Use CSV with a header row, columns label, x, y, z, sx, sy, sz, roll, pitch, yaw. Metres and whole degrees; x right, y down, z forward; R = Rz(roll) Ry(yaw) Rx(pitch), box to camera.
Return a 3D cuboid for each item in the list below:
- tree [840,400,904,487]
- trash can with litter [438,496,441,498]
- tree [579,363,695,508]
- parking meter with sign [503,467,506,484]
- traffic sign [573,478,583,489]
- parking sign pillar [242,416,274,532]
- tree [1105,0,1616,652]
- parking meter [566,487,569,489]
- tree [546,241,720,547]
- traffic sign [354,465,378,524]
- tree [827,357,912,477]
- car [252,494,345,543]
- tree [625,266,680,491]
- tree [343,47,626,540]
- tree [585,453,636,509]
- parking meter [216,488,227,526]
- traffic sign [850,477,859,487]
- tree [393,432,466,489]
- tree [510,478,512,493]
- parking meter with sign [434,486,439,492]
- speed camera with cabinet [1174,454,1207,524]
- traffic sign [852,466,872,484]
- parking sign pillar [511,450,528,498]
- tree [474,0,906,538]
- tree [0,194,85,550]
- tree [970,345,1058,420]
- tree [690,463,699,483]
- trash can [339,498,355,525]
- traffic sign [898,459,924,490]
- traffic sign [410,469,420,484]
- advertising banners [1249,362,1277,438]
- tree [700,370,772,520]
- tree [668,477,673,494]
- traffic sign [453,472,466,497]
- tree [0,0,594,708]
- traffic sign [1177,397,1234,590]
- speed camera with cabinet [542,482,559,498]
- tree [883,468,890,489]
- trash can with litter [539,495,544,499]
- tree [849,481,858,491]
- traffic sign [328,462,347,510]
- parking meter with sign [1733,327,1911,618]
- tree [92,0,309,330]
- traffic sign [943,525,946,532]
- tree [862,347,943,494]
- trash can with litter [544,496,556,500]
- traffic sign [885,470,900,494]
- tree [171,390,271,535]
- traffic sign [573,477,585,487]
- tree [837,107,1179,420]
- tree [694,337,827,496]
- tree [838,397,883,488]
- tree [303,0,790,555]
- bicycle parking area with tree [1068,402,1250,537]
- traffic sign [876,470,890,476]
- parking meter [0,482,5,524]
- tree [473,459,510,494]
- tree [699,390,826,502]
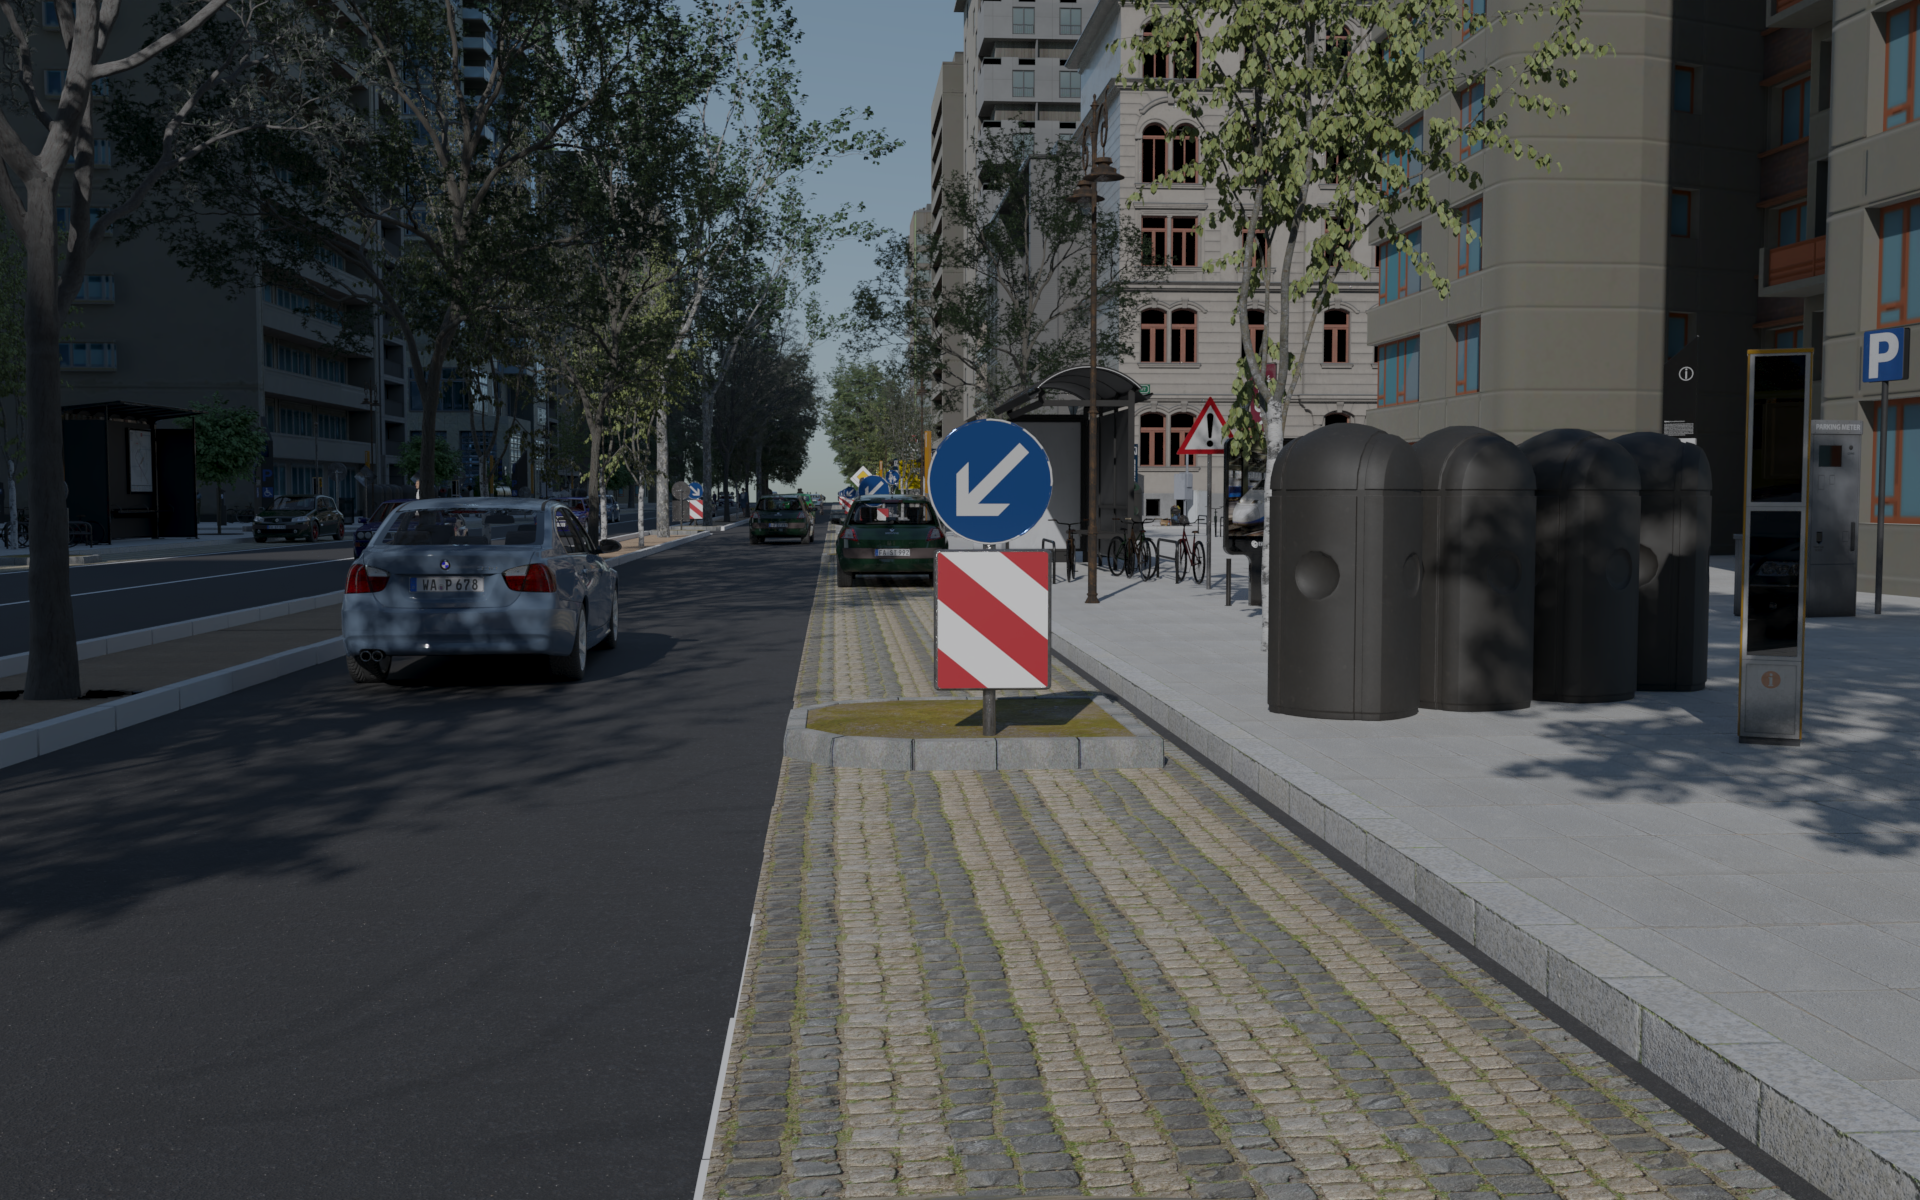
label,x,y,z,sx,sy,sz,roll,pitch,yaw
tree,-6.067,-11.147,132.613,4.737,8.622,4.395,0,3,0
trash can with litter,-26.633,-4.702,88.273,0.624,1.170,1.055,0,4,-5
tree,-30.440,-15.466,159.526,9.857,13.997,8.962,0,3,0
parking meter with sign,-28.017,-6.950,109.887,1.738,3.016,0.543,0,4,-6
traffic sign,-29.765,-8.246,134.933,0.768,2.556,0.104,0,4,-2
parking sign pillar,-23.915,-4.342,59.472,1.447,3.967,1.447,-2,4,-33
tree,2.760,-3.891,13.981,4.737,8.622,4.395,0,3,0
parking meter,-30.757,-7.964,135.915,0.399,1.863,0.255,-1,4,-18
tree,-8.711,-5.761,47.008,4.737,8.622,4.395,0,3,0
traffic sign,-20.631,-3.457,60.168,0.795,2.450,0.064,0,4,-4
tree,-8.205,-15.498,160.051,9.857,13.997,8.962,0,3,0
car,-19.845,-2.583,52.018,2.009,1.686,4.222,0,4,-3
tree,-8.632,-5.436,41.699,4.360,8.622,3.978,0,3,0
tree,-7.815,-4.613,28.247,4.360,8.622,3.978,0,3,0
tree,-29.829,-10.160,149.833,4.285,4.588,4.351,0,3,0
parking meter,-29.976,-3.785,70.295,0.372,1.533,0.369,0,3,0
traffic sign,-4.007,-4.019,69.354,0.795,2.450,0.064,0,4,-4
tree,-25.129,-5.993,81.699,4.285,4.588,4.351,0,3,0
tree,-29.894,-7.249,113.123,1.663,3.219,1.824,0,3,0
parking meter with sign,-32.114,-6.651,104.998,1.738,3.016,0.543,3,4,39
speed camera with cabinet,9.982,-4.912,74.649,0.660,3.252,2.038,3,4,39
traffic sign,-3.430,-3.532,61.389,0.795,2.450,0.064,0,4,-4
parking sign pillar,-26.846,-7.162,105.572,1.447,3.967,1.447,1,4,14
tree,-8.459,-12.056,55.454,12.611,20.169,13.585,0,3,0
tree,-21.996,-5.460,39.641,4.737,8.622,4.395,0,3,0
tree,2.581,-8.259,85.398,4.360,8.622,3.978,0,3,0
tree,-41.334,-23.558,302.185,9.611,12.733,9.660,0,3,0
trash can,-25.471,-3.685,71.903,0.748,1.137,0.748,0,3,0
traffic sign,-2.440,-6.492,100.012,2.265,3.308,0.079,0,4,3
traffic sign,-21.208,-3.944,68.133,0.795,2.450,0.064,0,4,-4
advertising banners,4.499,-1.616,22.615,0.090,3.025,2.074,-3,4,-36
tree,-12.370,-8.758,96.020,4.360,8.622,3.978,0,3,0
tree,-33.117,-12.402,197.374,1.663,3.219,1.824,0,3,0
traffic sign,-26.732,-5.645,92.404,0.768,2.556,0.104,0,4,-2
tree,-6.396,-6.057,11.866,12.009,13.543,11.850,0,3,0
traffic sign,3.340,-1.419,23.211,0.884,2.594,0.081,0,4,1
speed camera with cabinet,-31.531,-8.542,134.002,0.660,3.252,2.038,1,4,23
tree,-5.298,-8.045,126.131,1.663,3.219,1.824,0,3,0
trash can with litter,-28.384,-6.564,118.370,1.678,1.210,2.233,0,4,6
tree,-12.355,-14.014,212.839,4.285,4.588,4.351,0,3,0
traffic sign,-25.094,-4.263,69.811,0.768,2.556,0.104,0,4,-2
parking meter with sign,9.007,-1.340,18.174,1.738,3.016,0.543,-1,4,-16
tree,-7.035,-5.216,22.159,8.767,10.594,7.601,0,4,-4
traffic sign,-0.466,-3.199,52.409,0.768,2.556,0.104,0,4,1
tree,-2.860,-8.316,86.327,4.360,8.622,3.978,0,3,0
trash can with litter,-26.880,-6.235,113.326,0.624,1.170,1.055,2,4,34
traffic sign,-3.571,-5.593,91.549,0.768,2.556,0.104,0,4,-3
tree,-23.419,-4.335,54.587,4.285,4.588,4.351,0,3,0
traffic sign,-29.151,-8.105,132.524,0.884,2.594,0.081,0,4,-1
tree,1.027,-6.629,42.803,8.767,10.594,7.601,0,4,3
tree,-14.598,-13.415,128.447,9.857,13.997,8.962,0,3,0
tree,-10.630,-17.395,202.536,7.486,12.596,7.792,0,3,0
tree,-7.700,-6.040,35.622,8.767,10.594,7.601,0,4,-4
bicycle parking area with tree,6.069,-4.033,52.939,8.231,4.147,9.016,1,4,12
traffic sign,-5.734,-9.014,141.258,2.265,3.308,0.079,0,4,-1
parking meter,-41.571,-4.234,74.941,0.399,1.863,0.255,-3,5,-39
tree,-25.502,-6.065,93.759,1.663,3.219,1.824,0,3,0
tree,-15.556,-13.428,139.014,9.611,12.733,9.660,0,3,0
